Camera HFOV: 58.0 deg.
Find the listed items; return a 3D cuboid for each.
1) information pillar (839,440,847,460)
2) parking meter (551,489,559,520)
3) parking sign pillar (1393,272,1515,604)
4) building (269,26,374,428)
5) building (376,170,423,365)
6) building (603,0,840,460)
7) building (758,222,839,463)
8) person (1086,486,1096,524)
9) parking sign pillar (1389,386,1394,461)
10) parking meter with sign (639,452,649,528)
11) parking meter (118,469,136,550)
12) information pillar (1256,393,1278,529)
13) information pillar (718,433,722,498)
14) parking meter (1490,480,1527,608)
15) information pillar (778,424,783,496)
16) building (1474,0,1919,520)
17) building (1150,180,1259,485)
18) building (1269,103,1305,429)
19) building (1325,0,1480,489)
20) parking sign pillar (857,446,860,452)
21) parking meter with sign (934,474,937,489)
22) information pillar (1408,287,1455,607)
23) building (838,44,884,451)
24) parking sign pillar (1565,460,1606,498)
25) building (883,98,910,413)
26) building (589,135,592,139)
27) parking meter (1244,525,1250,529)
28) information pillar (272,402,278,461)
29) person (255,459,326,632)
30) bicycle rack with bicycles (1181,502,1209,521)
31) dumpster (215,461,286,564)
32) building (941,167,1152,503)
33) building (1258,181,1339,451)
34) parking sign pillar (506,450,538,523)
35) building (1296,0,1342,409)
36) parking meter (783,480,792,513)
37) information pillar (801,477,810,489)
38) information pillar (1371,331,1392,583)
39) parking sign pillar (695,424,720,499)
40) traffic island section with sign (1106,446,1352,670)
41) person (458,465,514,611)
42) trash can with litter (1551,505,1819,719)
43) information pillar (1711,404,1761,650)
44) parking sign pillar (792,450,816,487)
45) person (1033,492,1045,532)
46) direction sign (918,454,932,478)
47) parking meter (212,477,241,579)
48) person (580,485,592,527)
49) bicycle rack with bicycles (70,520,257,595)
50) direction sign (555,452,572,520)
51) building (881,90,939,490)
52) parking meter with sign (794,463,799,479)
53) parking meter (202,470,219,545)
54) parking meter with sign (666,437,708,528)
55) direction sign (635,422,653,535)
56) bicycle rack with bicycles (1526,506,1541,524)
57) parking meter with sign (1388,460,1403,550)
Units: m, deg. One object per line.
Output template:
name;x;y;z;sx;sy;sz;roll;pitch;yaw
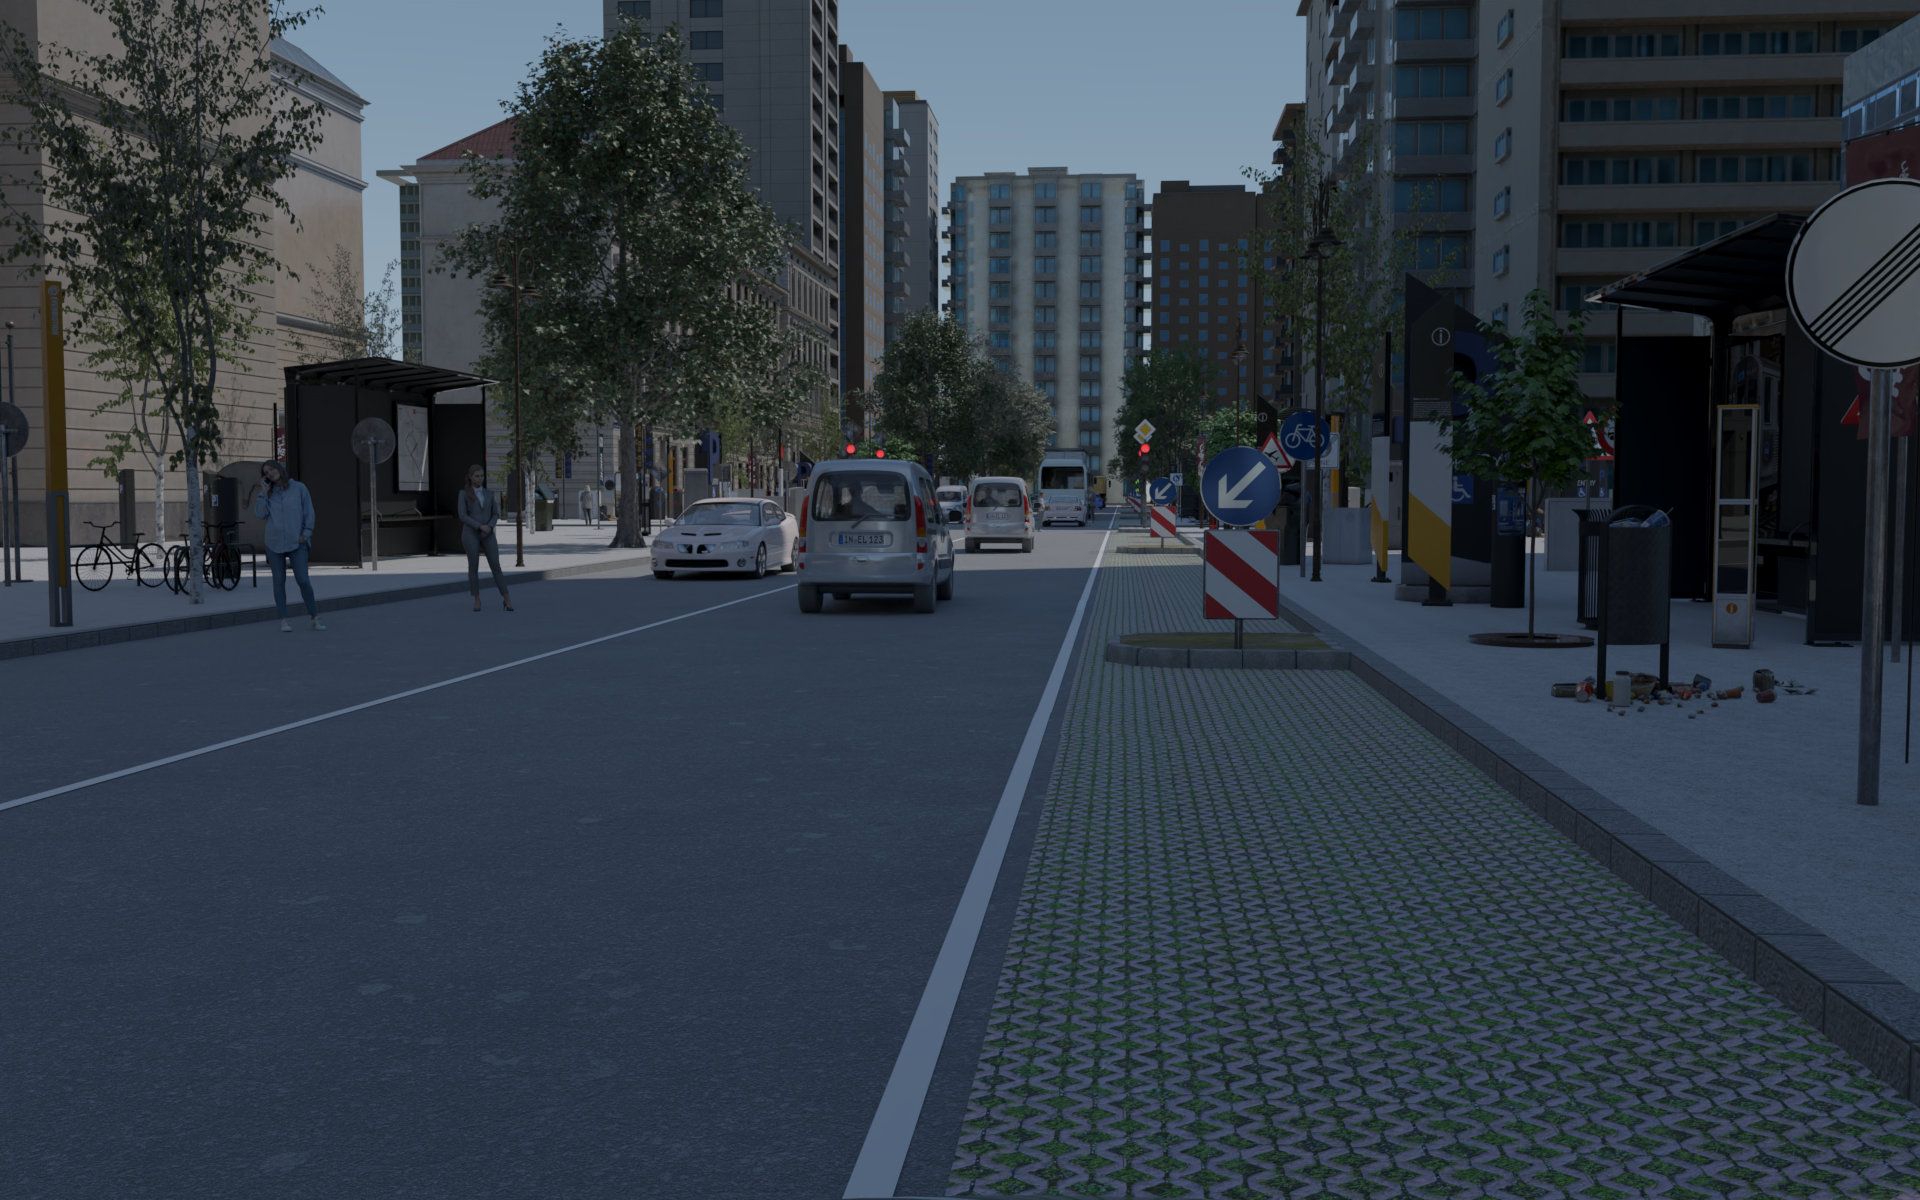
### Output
information pillar;-5.105;-5.163;75.764;0.504;3.616;0.183;3;5;44
parking meter;-20.343;-4.812;87.093;0.372;1.533;0.369;0;3;0
parking sign pillar;5.999;-1.980;20.845;1.447;3.967;1.447;1;4;14
building;-45.563;-19.061;97.558;20.117;28.700;13.634;0;4;5
building;-49.035;-31.053;199.600;23.993;40.220;32.217;0;4;5
building;-19.828;-44.126;159.712;20.563;71.187;20.611;0;4;5
building;-16.783;-18.978;139.175;11.050;23.489;19.941;0;4;5
person;6.303;-4.574;83.467;0.537;1.800;0.526;3;5;43
parking sign pillar;11.269;-3.362;43.446;1.447;3.967;1.447;-3;5;-40
parking meter with sign;-12.197;-4.281;66.256;0.543;3.016;1.738;0;4;3
parking meter;-19.334;-2.110;40.214;0.255;1.863;0.399;-3;5;-44
information pillar;7.096;-2.985;40.158;0.504;3.616;0.183;1;4;21
information pillar;-9.316;-4.576;66.179;0.504;3.616;0.183;-1;4;-13
parking meter;6.198;-0.682;19.561;0.372;1.533;0.369;0;3;0
information pillar;-5.865;-3.995;56.669;0.183;3.616;0.504;0;4;1
building;39.384;-28.685;92.699;21.600;48.544;21.300;0;4;5
building;34.720;-36.667;249.620;14.200;45.320;14.600;0;4;5
building;45.948;-32.833;191.437;22.147;44.769;28.867;0;4;5
building;37.469;-30.569;119.416;23.786;49.044;30.456;0;4;5
parking sign pillar;-5.891;-6.482;94.458;1.447;3.967;1.447;2;4;29
parking meter with sign;-1.235;-8.890;141.610;1.738;3.016;0.543;-1;4;-18
information pillar;5.398;-1.739;19.787;0.504;3.616;0.183;1;4;17
building;-15.621;-32.260;177.558;14.600;45.320;14.200;0;4;5
parking sign pillar;22.010;-4.433;60.956;1.447;3.967;1.447;-3;5;-39
building;-21.488;-35.528;200.484;30.456;49.044;23.786;0;4;5
building;-45.492;-43.943;260.462;28.212;58.520;21.231;0;4;5
parking meter;10.250;-3.469;62.428;0.399;1.863;0.255;-1;4;-17
information pillar;-17.594;-3.254;44.554;0.183;3.616;0.504;-2;4;-25
person;-6.996;-0.571;18.095;0.793;1.790;0.793;-3;5;-39
bicycle rack with bicycles;11.793;-4.120;80.742;2.925;0.926;2.852;-2;4;-33
dumpster;-12.323;-1.541;30.954;1.264;1.857;1.865;0;4;5
building;12.914;-38.931;256.125;30.456;49.044;23.786;0;4;5
building;49.287;-36.681;249.843;14.200;45.320;14.600;0;4;5
parking sign pillar;-19.573;-5.444;77.477;1.447;3.967;1.447;0;4;-7
building;47.089;-35.039;162.119;28.713;52.752;27.495;0;4;5
parking meter;-6.701;-3.742;66.901;0.399;1.863;0.255;3;4;37
information pillar;-7.691;-4.988;86.038;0.304;2.012;0.304;-2;4;-28
information pillar;6.119;-2.069;25.181;0.183;3.616;0.504;0;4;-8
parking sign pillar;-7.803;-3.978;53.506;1.447;3.967;1.447;0;4;8
traffic island section with sign;2.273;-0.391;15.027;1.989;1.847;2.006;0;4;5
person;-5.803;-0.759;21.176;0.573;1.790;0.520;3;4;37
trash can with litter;4.638;0.009;10.917;2.233;1.210;1.678;-1;4;-21
information pillar;6.458;-0.607;14.412;0.304;2.012;0.304;2;4;30
parking sign pillar;-9.308;-7.151;105.386;1.447;3.967;1.447;2;4;35
person;3.051;-3.338;65.678;0.503;1.515;0.523;3;5;40
direction sign;-1.962;-6.447;97.405;0.876;3.537;0.379;-2;4;-25
parking meter;-11.146;-1.094;26.300;0.372;1.533;0.369;0;3;0
person;-15.567;-3.872;71.988;0.537;1.800;0.526;-2;4;-29
bicycle rack with bicycles;-10.558;-0.601;23.215;2.852;0.926;2.925;1;4;11
direction sign;-19.734;-5.764;86.233;0.876;3.537;0.379;1;4;16
building;-17.482;-43.730;256.987;28.212;58.520;21.231;0;4;5
parking meter with sign;-9.483;-6.193;97.519;0.543;3.016;1.738;-1;4;-16
parking meter;-18.058;-2.207;41.797;0.399;1.863;0.255;3;5;41
parking meter with sign;-7.829;-3.373;51.414;1.738;3.016;0.543;-1;4;-12
direction sign;-9.917;-3.818;54.420;0.876;3.537;0.379;3;5;43
bicycle rack with bicycles;20.067;-2.759;58.486;2.852;0.926;2.925;3;5;43
parking meter with sign;9.940;-2.654;39.653;1.738;3.016;0.543;3;5;42
